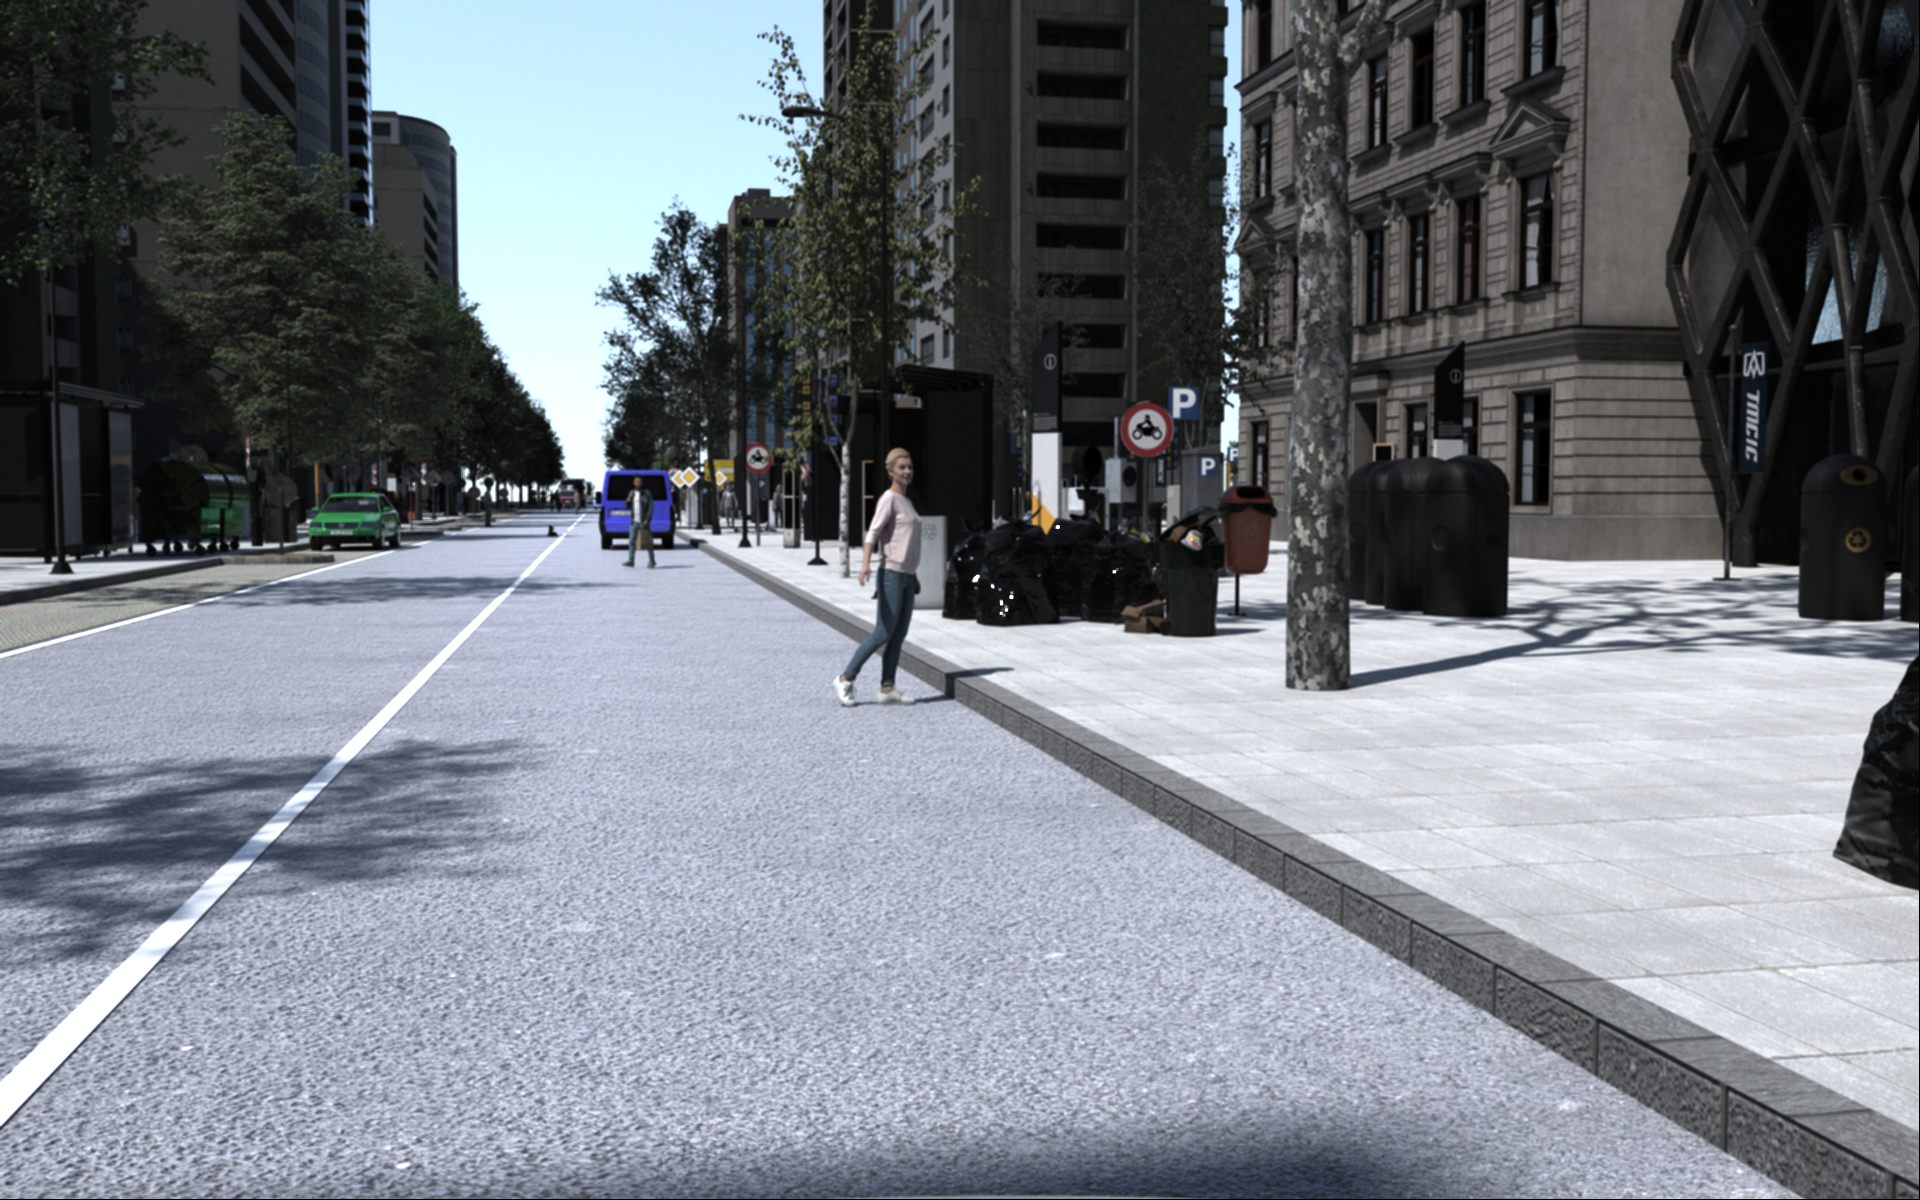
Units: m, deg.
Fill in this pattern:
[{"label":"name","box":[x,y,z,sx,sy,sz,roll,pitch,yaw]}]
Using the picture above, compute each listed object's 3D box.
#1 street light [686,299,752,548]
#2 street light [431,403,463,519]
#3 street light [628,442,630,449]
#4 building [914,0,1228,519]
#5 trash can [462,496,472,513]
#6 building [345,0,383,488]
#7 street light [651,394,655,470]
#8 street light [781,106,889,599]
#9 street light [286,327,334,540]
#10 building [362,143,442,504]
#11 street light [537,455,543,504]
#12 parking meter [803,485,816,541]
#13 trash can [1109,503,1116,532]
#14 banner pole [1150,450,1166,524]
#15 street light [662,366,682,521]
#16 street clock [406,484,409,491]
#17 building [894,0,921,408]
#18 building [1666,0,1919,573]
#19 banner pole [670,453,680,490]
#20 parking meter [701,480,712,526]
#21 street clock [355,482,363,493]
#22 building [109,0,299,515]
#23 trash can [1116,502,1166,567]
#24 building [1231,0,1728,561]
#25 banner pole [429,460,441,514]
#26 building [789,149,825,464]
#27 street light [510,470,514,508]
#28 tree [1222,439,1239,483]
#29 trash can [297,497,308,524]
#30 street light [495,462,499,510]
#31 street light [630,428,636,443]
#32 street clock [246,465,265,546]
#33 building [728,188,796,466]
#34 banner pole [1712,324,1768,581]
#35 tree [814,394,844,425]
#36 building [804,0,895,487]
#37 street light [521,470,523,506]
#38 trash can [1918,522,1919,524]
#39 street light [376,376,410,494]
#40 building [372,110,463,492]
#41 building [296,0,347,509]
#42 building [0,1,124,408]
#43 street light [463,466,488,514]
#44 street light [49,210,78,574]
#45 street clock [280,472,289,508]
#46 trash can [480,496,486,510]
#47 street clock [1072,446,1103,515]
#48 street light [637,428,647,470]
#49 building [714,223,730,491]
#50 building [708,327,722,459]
[{"label":"street light","box":[-5.710,-4.213,41.432,1.470,5.913,1.316,-1,4,-12]},{"label":"street light","box":[-26.451,-7.108,88.759,1.470,5.913,1.316,-1,4,-12]},{"label":"street light","box":[-26.406,-10.409,142.725,1.470,5.913,1.316,-1,4,-12]},{"label":"building","box":[5.565,-19.746,94.556,14.107,30.474,14.160,-1,4,-12]},{"label":"trash can","box":[-33.112,-6.414,116.525,0.748,1.137,0.748,0,3,0]},{"label":"building","box":[-71.590,-52.906,177.681,22.319,86.520,31.000,-1,4,-12]},{"label":"street light","box":[-13.727,-6.627,80.885,1.470,5.913,1.316,-1,4,-12]},{"label":"street light","box":[-1.448,-2.964,21.003,1.470,5.913,1.316,-1,4,-12]},{"label":"street light","box":[-18.087,-4.626,48.180,1.470,5.913,1.316,-1,4,-12]},{"label":"building","box":[-84.570,-37.780,241.397,21.300,48.544,21.600,-1,4,-12]},{"label":"street light","box":[-49.998,-14.146,203.832,1.470,5.913,1.316,-1,4,-12]},{"label":"parking meter","box":[-4.121,-2.402,47.688,0.372,1.533,0.369,0,3,0]},{"label":"trash can","box":[4.734,-2.576,53.764,0.748,1.137,0.748,0,3,0]},{"label":"banner pole","box":[8.396,-5.121,73.751,0.863,3.779,0.401,0,4,-1]},{"label":"street light","box":[-9.880,-5.465,61.892,1.470,5.913,1.316,-1,4,-12]},{"label":"street clock","box":[-36.709,-6.772,115.295,0.358,2.002,0.471,-2,4,-26]},{"label":"building","box":[3.689,-28.287,112.605,14.600,45.320,14.200,-1,4,-12]},{"label":"building","box":[21.228,-9.648,25.195,16.820,18.784,16.811,-1,4,-12]},{"label":"banner pole","box":[-17.377,-7.057,105.397,0.863,3.779,0.401,-3,5,-43]},{"label":"parking meter","box":[-10.306,-3.967,70.565,0.399,1.863,0.255,1,4,21]},{"label":"street clock","box":[-37.431,-6.320,107.895,0.358,2.002,0.471,2,4,28]},{"label":"building","box":[-55.225,-29.781,110.623,21.300,48.544,21.600,-1,4,-12]},{"label":"trash can","box":[3.258,-1.159,30.606,0.748,1.137,0.748,0,3,0]},{"label":"building","box":[14.379,-10.859,42.174,10.561,19.102,19.286,-1,4,-12]},{"label":"banner pole","box":[-34.239,-7.514,112.873,0.401,3.779,0.863,3,4,38]},{"label":"building","box":[-5.940,-30.956,198.006,32.217,40.220,23.993,-1,4,-12]},{"label":"street light","box":[-37.561,-10.390,142.416,1.470,5.913,1.316,-1,4,-12]},{"label":"tree","box":[14.548,-6.241,85.761,4.285,4.588,4.351,0,3,0]},{"label":"trash can","box":[-28.609,-3.869,74.912,0.748,1.137,0.748,0,3,0]},{"label":"street light","box":[-34.869,-9.616,129.760,1.470,5.913,1.316,-1,4,-12]},{"label":"street light","box":[-22.308,-9.153,122.195,1.470,5.913,1.316,-1,4,-12]},{"label":"street clock","box":[-17.292,-2.324,42.562,0.471,2.002,0.358,3,4,36]},{"label":"building","box":[-26.422,-36.910,253.593,14.600,45.320,14.200,-1,4,-12]},{"label":"banner pole","box":[11.501,-2.167,25.440,0.401,3.779,0.863,-2,4,-24]},{"label":"tree","box":[-8.772,-10.369,119.898,4.360,8.622,3.978,0,3,0]},{"label":"building","box":[-1.558,-42.714,136.627,20.563,71.187,20.611,-1,4,-12]},{"label":"street light","box":[-41.626,-11.645,162.944,1.470,5.913,1.316,-1,4,-12]},{"label":"trash can","box":[5.321,0.170,8.881,0.748,1.137,0.748,0,3,0]},{"label":"street light","box":[-22.229,-5.831,67.883,1.470,5.913,1.316,-1,4,-12]},{"label":"building","box":[-88.784,-44.257,265.607,21.231,58.520,28.212,-1,4,-12]},{"label":"building","box":[-65.475,-37.115,148.823,21.231,58.520,28.212,-1,4,-12]},{"label":"building","box":[-49.692,-19.034,82.912,14.160,30.474,14.107,-1,4,-12]},{"label":"street light","box":[-30.769,-8.364,109.298,1.470,5.913,1.316,-1,4,-12]},{"label":"street light","box":[-13.892,-3.376,27.738,1.470,5.913,1.316,-1,4,-12]},{"label":"street clock","box":[-22.344,-3.215,57.130,0.471,2.002,0.358,2,4,34]},{"label":"trash can","box":[-37.344,-7.609,136.063,0.748,1.137,0.748,0,3,0]},{"label":"street clock","box":[1.915,-1.319,26.139,0.358,2.002,0.471,3,5,43]},{"label":"street light","box":[-17.947,-7.877,101.322,1.470,5.913,1.316,-1,4,-12]},{"label":"building","box":[-27.773,-37.963,275.322,22.147,44.769,28.867,-1,4,-12]},{"label":"building","box":[-36.264,-32.135,297.105,14.160,30.474,14.107,-1,4,-12]}]
